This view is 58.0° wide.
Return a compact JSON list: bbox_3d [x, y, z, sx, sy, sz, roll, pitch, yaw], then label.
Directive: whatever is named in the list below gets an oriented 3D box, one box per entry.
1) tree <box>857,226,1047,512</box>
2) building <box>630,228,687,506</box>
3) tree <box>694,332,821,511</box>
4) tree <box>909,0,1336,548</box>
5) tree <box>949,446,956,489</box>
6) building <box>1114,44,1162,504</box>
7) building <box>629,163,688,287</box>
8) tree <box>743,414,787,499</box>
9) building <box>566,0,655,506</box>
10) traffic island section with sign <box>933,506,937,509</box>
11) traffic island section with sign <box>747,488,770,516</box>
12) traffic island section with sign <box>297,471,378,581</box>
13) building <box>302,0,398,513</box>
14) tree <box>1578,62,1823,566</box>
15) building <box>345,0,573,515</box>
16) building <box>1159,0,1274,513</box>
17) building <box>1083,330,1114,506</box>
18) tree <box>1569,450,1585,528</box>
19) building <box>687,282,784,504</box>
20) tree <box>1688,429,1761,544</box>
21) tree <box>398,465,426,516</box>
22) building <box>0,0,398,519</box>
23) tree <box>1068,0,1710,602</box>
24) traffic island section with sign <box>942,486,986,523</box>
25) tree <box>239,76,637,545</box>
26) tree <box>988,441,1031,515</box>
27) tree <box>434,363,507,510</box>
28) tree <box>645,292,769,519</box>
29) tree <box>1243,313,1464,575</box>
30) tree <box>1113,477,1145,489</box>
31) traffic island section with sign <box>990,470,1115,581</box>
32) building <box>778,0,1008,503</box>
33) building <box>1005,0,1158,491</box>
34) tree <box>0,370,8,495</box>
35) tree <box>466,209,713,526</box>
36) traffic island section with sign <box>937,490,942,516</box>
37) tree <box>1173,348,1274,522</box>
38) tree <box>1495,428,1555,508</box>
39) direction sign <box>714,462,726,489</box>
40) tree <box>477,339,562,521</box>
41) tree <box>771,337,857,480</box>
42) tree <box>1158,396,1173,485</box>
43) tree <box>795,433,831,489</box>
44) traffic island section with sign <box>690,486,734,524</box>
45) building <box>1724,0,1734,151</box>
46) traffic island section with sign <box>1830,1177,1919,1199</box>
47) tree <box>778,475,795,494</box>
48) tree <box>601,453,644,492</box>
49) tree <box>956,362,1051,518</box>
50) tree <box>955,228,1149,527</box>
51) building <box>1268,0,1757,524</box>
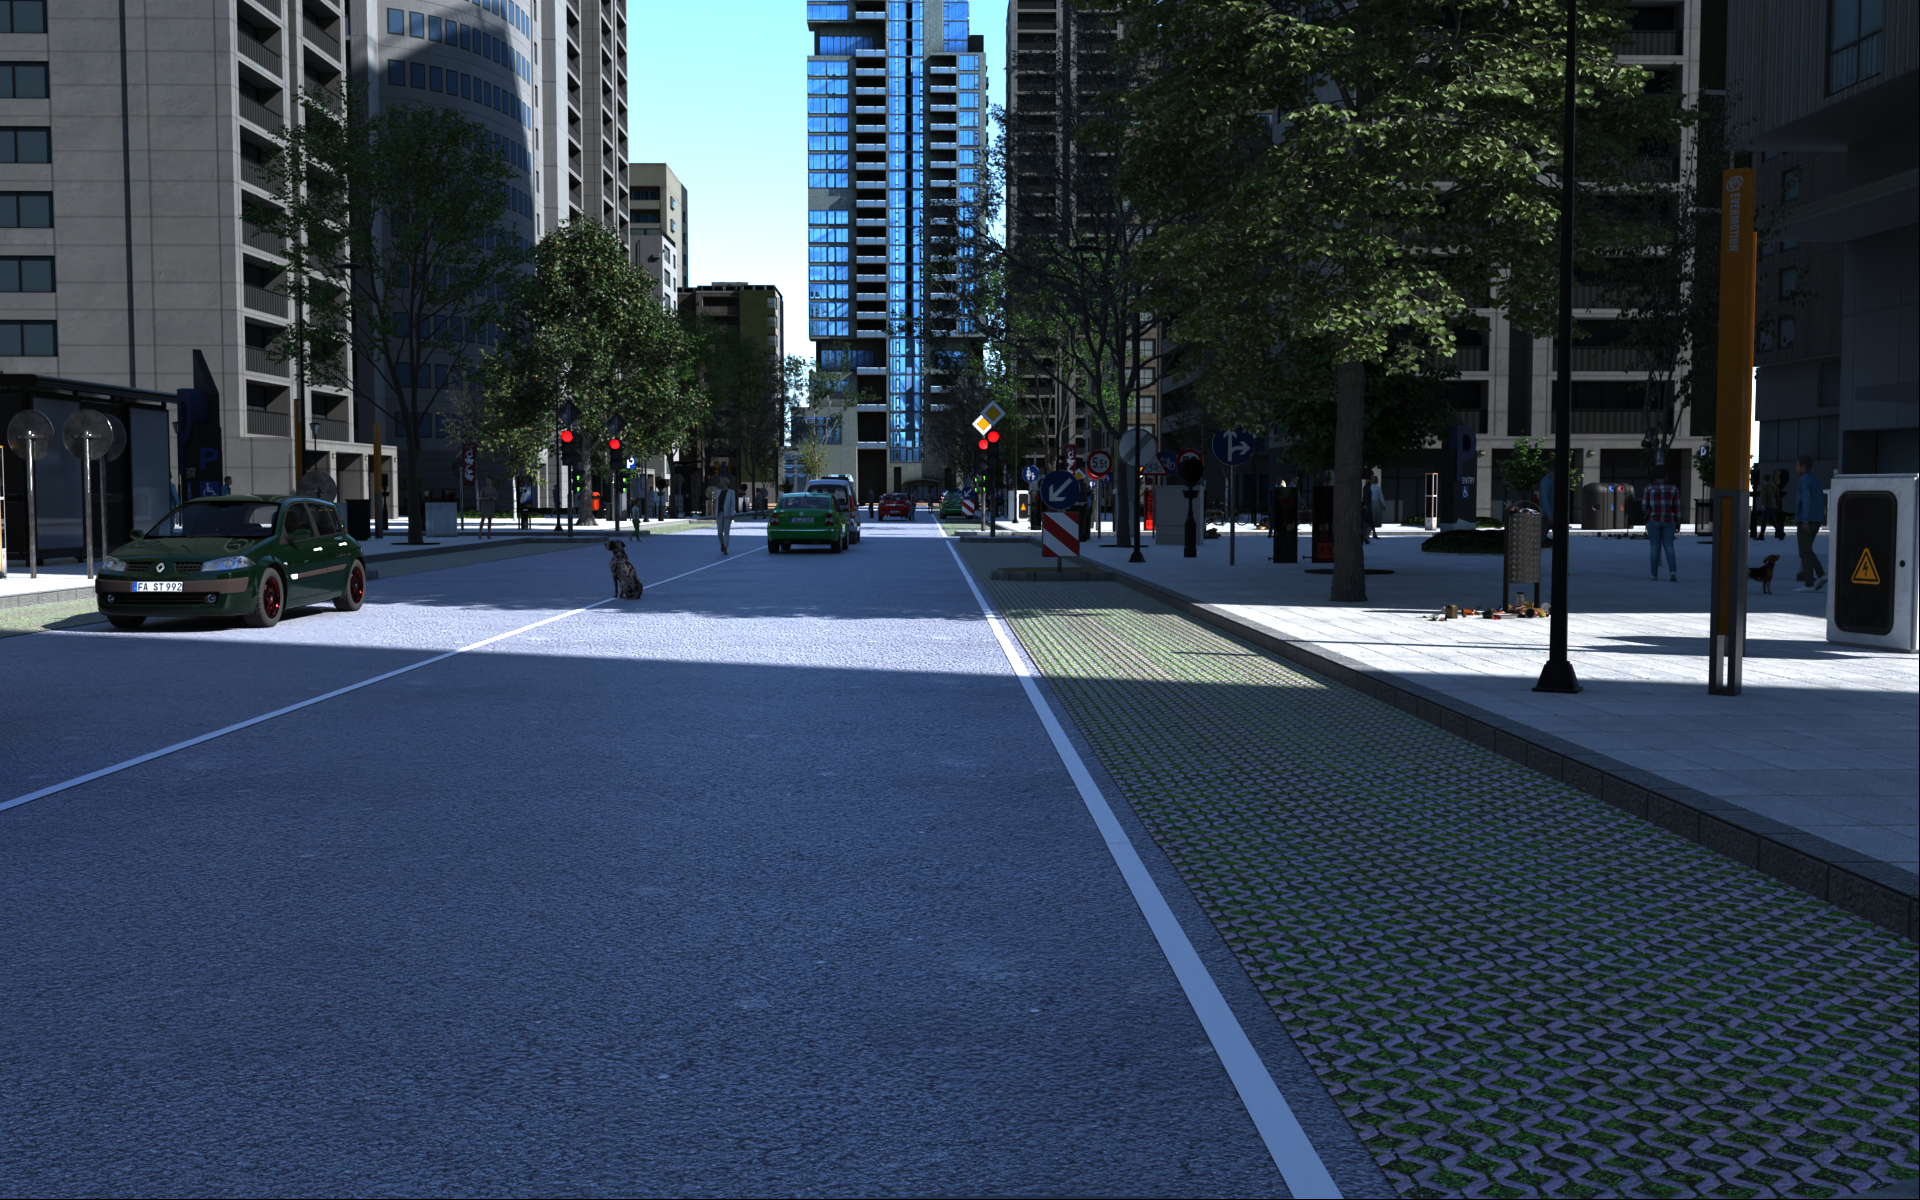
[{"bbox_3d":[1.175,-16.334,122.947,12.611,20.169,13.585,0,3,0],"label":"tree"},{"bbox_3d":[-38.332,-25.555,189.527,14.107,30.474,14.160,0,4,-1],"label":"building"},{"bbox_3d":[-15.863,-13.556,132.003,12.009,13.543,11.850,0,3,0],"label":"tree"},{"bbox_3d":[3.808,-8.012,41.366,12.009,13.543,11.850,0,3,0],"label":"tree"},{"bbox_3d":[0.545,-14.064,180.304,4.737,8.622,4.395,0,3,0],"label":"tree"},{"bbox_3d":[21.170,-29.174,160.591,14.154,41.232,14.086,0,4,-1],"label":"building"},{"bbox_3d":[-49.596,-37.739,240.739,21.600,48.544,21.300,0,4,-1],"label":"building"},{"bbox_3d":[-17.101,-12.295,151.382,4.360,8.622,3.978,0,3,0],"label":"tree"},{"bbox_3d":[-40.373,-44.455,165.095,20.563,71.187,20.611,0,4,-1],"label":"building"},{"bbox_3d":[-1.469,-9.358,161.630,1.989,1.847,2.006,0,4,-1],"label":"traffic island section with sign"},{"bbox_3d":[-12.668,-6.306,111.737,1.989,1.847,2.006,0,4,-1],"label":"traffic island section with sign"},{"bbox_3d":[-10.780,-1.225,28.649,1.989,1.847,2.006,0,4,-1],"label":"traffic island section with sign"},{"bbox_3d":[-40.312,-43.151,143.768,20.563,71.187,20.611,0,4,-1],"label":"building"},{"bbox_3d":[12.645,-4.907,30.594,4.360,8.622,3.978,0,3,0],"label":"tree"},{"bbox_3d":[-39.418,-35.041,114.924,21.231,58.520,28.212,0,4,-1],"label":"building"},{"bbox_3d":[26.495,-30.605,124.092,21.300,48.544,21.600,0,4,-1],"label":"building"},{"bbox_3d":[28.212,-20.702,183.512,27.650,21.520,28.899,0,4,-1],"label":"building"},{"bbox_3d":[22.942,-4.365,65.965,1.663,3.219,1.824,0,3,0],"label":"tree"},{"bbox_3d":[-31.687,-28.584,239.048,14.107,30.474,14.160,0,4,-1],"label":"building"},{"bbox_3d":[19.746,-3.062,44.661,1.663,3.219,1.824,0,3,0],"label":"tree"},{"bbox_3d":[-32.128,-6.551,101.717,1.663,3.219,1.824,0,3,0],"label":"tree"},{"bbox_3d":[-38.992,-39.384,82.188,20.563,71.187,20.611,0,4,-1],"label":"building"},{"bbox_3d":[4.850,-6.233,20.036,7.486,12.596,7.792,0,3,0],"label":"tree"},{"bbox_3d":[0.266,-4.660,84.825,1.989,1.847,2.006,0,4,-1],"label":"traffic island section with sign"},{"bbox_3d":[-13.912,-7.211,43.663,9.928,11.665,9.643,0,3,0],"label":"tree"},{"bbox_3d":[2.932,-7.587,107.769,4.285,4.588,4.351,0,3,0],"label":"tree"},{"bbox_3d":[-26.226,-8.774,93.819,4.360,8.622,3.978,0,3,0],"label":"tree"},{"bbox_3d":[-15.139,-10.051,90.089,9.928,11.665,9.643,0,3,0],"label":"tree"},{"bbox_3d":[6.302,-2.721,28.199,4.285,4.588,4.351,0,3,0],"label":"tree"},{"bbox_3d":[10.342,-6.697,104.096,1.663,3.219,1.824,0,3,0],"label":"tree"},{"bbox_3d":[1.521,-1.256,29.169,1.989,1.847,2.006,0,4,-1],"label":"traffic island section with sign"},{"bbox_3d":[-9.194,-56.827,241.791,31.000,86.520,22.319,0,4,-1],"label":"building"},{"bbox_3d":[17.017,-49.159,241.995,20.611,71.187,20.563,0,4,-1],"label":"building"},{"bbox_3d":[-25.344,-3.810,46.009,4.285,4.588,4.351,0,3,0],"label":"tree"},{"bbox_3d":[-15.092,-9.363,70.086,9.611,12.733,9.660,0,3,0],"label":"tree"},{"bbox_3d":[-0.349,-6.309,111.773,1.989,1.847,2.006,0,4,-1],"label":"traffic island section with sign"},{"bbox_3d":[12.655,-7.958,80.474,4.360,8.622,3.978,0,3,0],"label":"tree"},{"bbox_3d":[16.569,-3.464,51.239,1.663,3.219,1.824,0,3,0],"label":"tree"},{"bbox_3d":[-16.692,-7.869,120.649,0.876,3.537,0.379,1,4,12],"label":"direction sign"},{"bbox_3d":[-20.992,-8.054,82.047,4.737,8.622,4.395,0,3,0],"label":"tree"},{"bbox_3d":[-16.047,-21.535,207.983,12.611,20.169,13.585,0,3,0],"label":"tree"},{"bbox_3d":[12.430,-8.453,88.576,4.360,8.622,3.978,0,3,0],"label":"tree"},{"bbox_3d":[-16.965,-15.070,196.750,4.737,8.622,4.395,0,3,0],"label":"tree"},{"bbox_3d":[-12.053,-4.633,84.379,1.989,1.847,2.006,0,4,-1],"label":"traffic island section with sign"},{"bbox_3d":[30.115,-26.564,23.560,28.713,52.752,27.495,0,4,-1],"label":"building"},{"bbox_3d":[2.142,0.392,2.221,1.989,1.847,2.006,0,4,-1],"label":"traffic island section with sign"},{"bbox_3d":[-17.423,-11.040,175.109,1.663,3.219,1.824,0,3,0],"label":"tree"},{"bbox_3d":[-25.874,-9.112,132.688,4.285,4.588,4.351,0,3,0],"label":"tree"},{"bbox_3d":[2.672,-8.677,92.236,4.737,8.622,4.395,0,3,0],"label":"tree"},{"bbox_3d":[3.603,-8.709,68.141,9.928,11.665,9.643,0,3,0],"label":"tree"},{"bbox_3d":[27.068,-39.344,81.526,20.611,71.187,20.563,0,4,-1],"label":"building"}]
